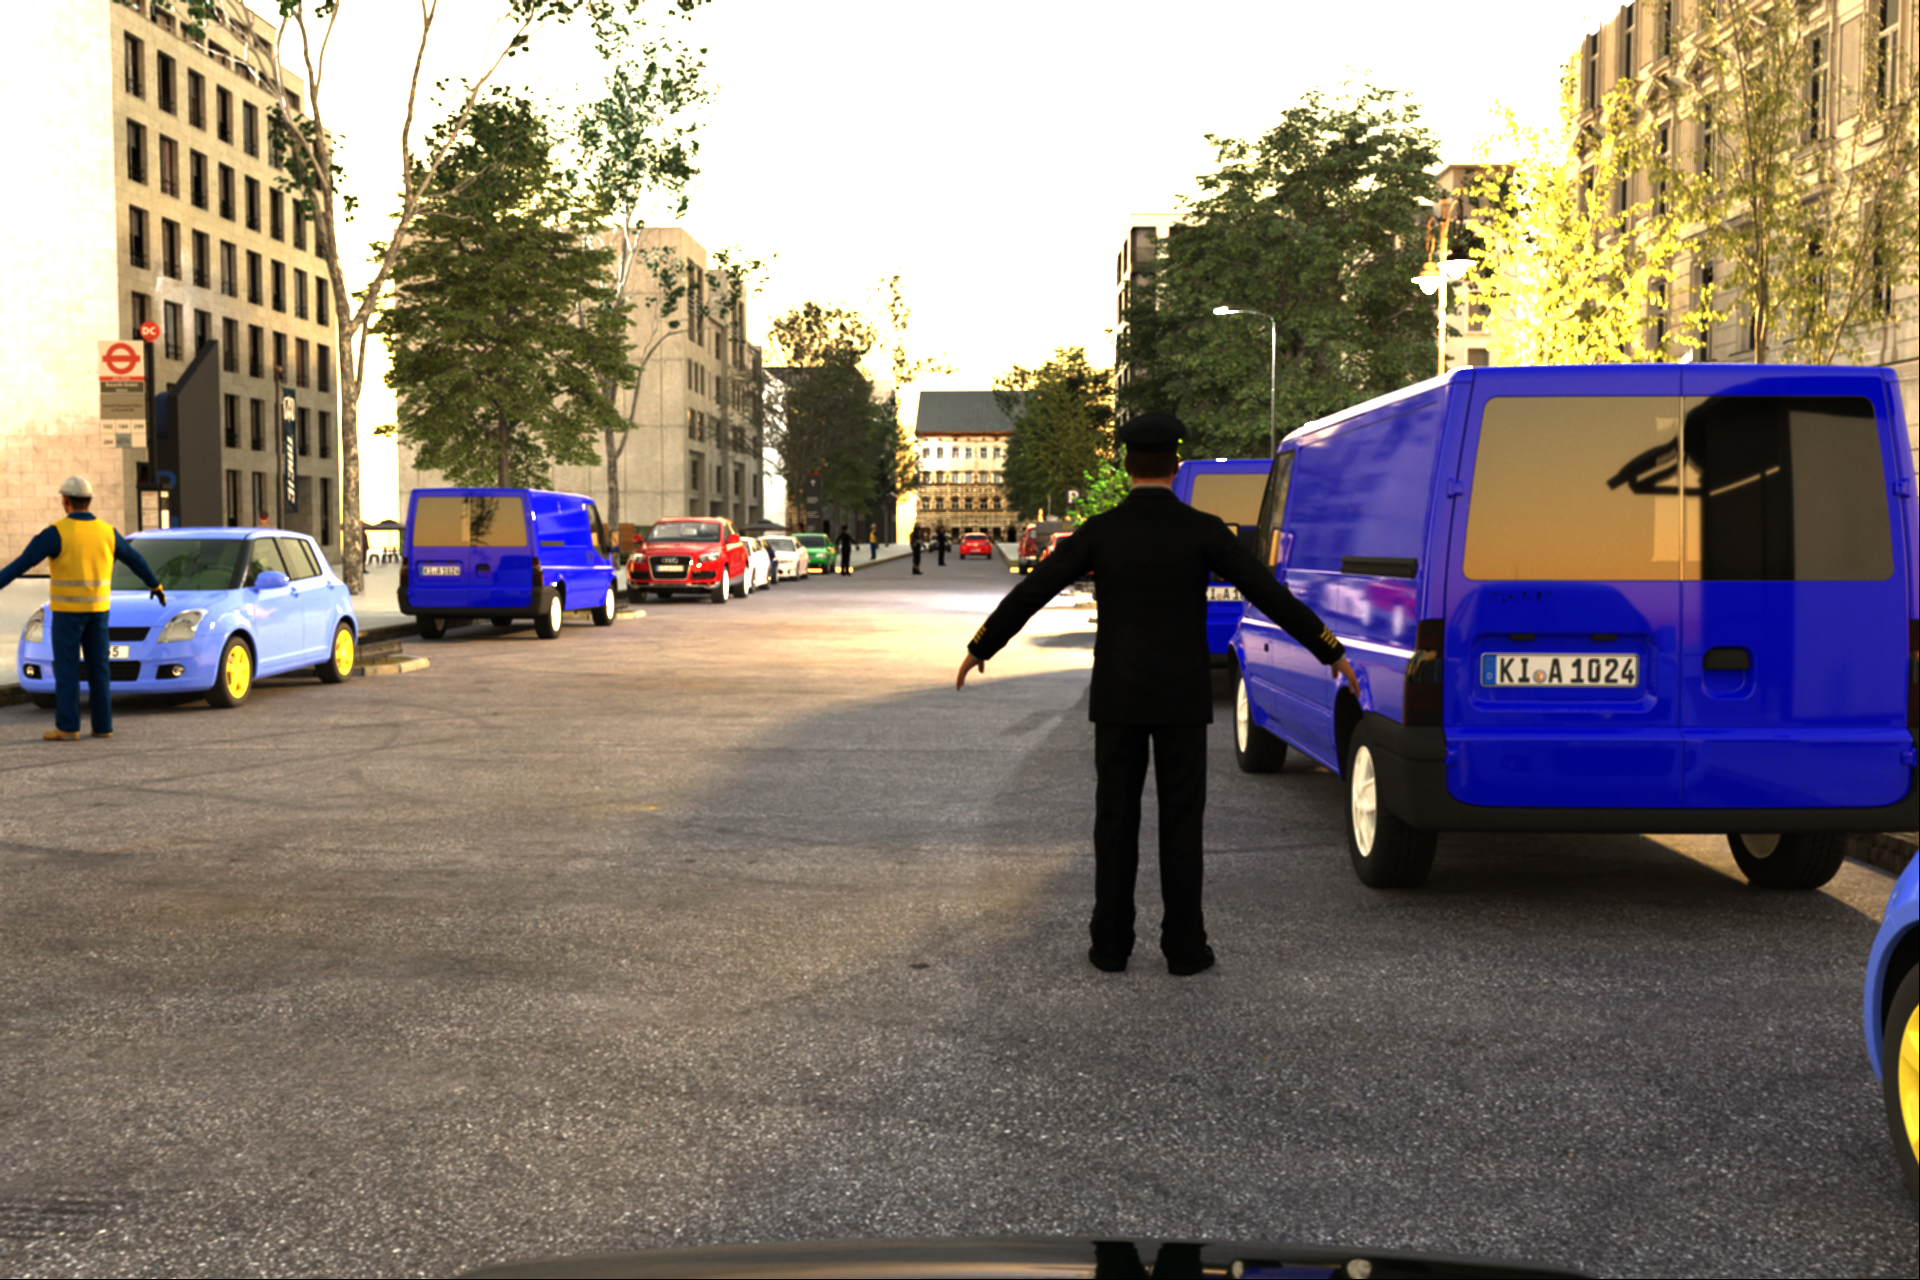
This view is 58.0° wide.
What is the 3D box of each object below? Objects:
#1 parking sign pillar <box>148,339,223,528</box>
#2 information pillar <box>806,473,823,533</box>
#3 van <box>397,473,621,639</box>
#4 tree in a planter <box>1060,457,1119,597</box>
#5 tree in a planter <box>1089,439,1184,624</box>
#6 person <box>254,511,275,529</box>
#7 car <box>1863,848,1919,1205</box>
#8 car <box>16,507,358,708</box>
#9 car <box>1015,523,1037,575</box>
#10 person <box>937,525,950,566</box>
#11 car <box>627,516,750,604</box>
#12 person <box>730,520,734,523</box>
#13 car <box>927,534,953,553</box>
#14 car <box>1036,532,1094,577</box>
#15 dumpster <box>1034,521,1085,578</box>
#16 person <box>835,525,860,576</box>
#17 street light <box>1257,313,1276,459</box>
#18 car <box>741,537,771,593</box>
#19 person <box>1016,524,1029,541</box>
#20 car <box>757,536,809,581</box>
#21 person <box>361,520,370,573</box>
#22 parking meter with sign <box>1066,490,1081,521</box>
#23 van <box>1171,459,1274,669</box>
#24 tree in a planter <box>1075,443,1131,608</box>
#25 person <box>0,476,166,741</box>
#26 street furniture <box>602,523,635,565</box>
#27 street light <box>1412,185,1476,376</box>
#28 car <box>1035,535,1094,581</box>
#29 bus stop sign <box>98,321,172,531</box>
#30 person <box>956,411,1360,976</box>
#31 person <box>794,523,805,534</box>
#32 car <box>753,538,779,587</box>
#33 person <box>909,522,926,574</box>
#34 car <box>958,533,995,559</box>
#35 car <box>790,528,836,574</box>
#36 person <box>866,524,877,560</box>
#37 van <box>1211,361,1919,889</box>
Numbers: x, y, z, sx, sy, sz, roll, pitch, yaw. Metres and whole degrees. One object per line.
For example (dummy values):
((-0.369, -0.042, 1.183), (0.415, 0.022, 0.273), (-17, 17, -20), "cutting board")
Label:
((-10.470, -2.139, 23.442), (1.447, 3.967, 1.447), (0, 4, 0), "parking sign pillar")
((-6.237, -5.185, 74.149), (0.750, 3.857, 0.750), (0, 4, 2), "information pillar")
((-6.408, -1.280, 25.317), (2.240, 2.365, 5.245), (0, 4, 1), "van")
((3.329, -2.627, 40.175), (1.991, 3.239, 1.994), (0, 4, 1), "tree in a planter")
((3.111, -1.893, 28.171), (1.991, 3.239, 1.994), (0, 4, 2), "tree in a planter")
((-14.400, -1.783, 35.722), (0.617, 1.759, 0.750), (-3, 4, -37), "person")
((2.789, 0.444, 2.340), (1.945, 1.707, 3.694), (0, 4, 1), "car")
((-6.769, -0.355, 15.398), (1.945, 1.707, 3.694), (0, 4, 1), "car")
((3.137, -3.296, 62.564), (2.281, 1.827, 5.304), (0, 4, 1), "car")
((-0.812, -4.306, 78.803), (0.705, 1.837, 1.347), (1, 4, 22), "person")
((-5.808, -1.759, 37.425), (2.281, 1.827, 5.304), (0, 4, 1), "car")
((-9.540, -4.061, 72.164), (0.705, 1.858, 1.354), (0, 4, -8), "person")
((-1.567, -7.708, 135.806), (2.009, 1.686, 4.222), (0, 4, 1), "car")
((3.284, -2.492, 49.791), (2.155, 1.783, 4.494), (0, 4, 1), "car")
((3.380, -2.988, 57.062), (1.865, 1.857, 1.264), (0, 4, 1), "dumpster")
((-3.863, -3.064, 59.281), (1.216, 1.740, 0.721), (3, 5, 44), "person")
((6.968, -3.851, 35.505), (1.470, 5.913, 1.316), (0, 4, 1), "street light")
((-5.867, -1.897, 43.383), (2.083, 1.381, 4.827), (0, 4, 1), "car")
((3.676, -5.298, 92.803), (1.347, 1.806, 0.705), (-1, 4, -9), "person")
((-5.815, -2.561, 54.238), (2.083, 1.381, 4.827), (0, 4, 1), "car")
((-19.490, -3.055, 56.538), (0.434, 1.755, 0.990), (0, 4, 1), "person")
((4.449, -4.344, 67.281), (0.543, 3.016, 1.738), (0, 3, 0), "parking meter with sign")
((2.625, -0.743, 16.528), (2.240, 2.365, 5.245), (0, 4, 0), "van")
((3.270, -2.255, 34.094), (1.991, 3.239, 1.994), (0, 4, 2), "tree in a planter")
((-6.171, -0.226, 12.118), (0.705, 1.833, 1.349), (3, 4, 37), "person")
((-15.257, -4.022, 72.610), (11.010, 1.723, 9.812), (-2, 4, -30), "street furniture")
((6.506, -3.098, 23.448), (0.468, 5.910, 1.993), (0, 4, 1), "street light")
((3.369, -2.683, 54.091), (2.015, 1.641, 3.980), (0, 4, 1), "car")
((-10.363, -2.024, 21.794), (0.855, 3.939, 0.416), (0, 3, 0), "bus stop sign")
((0.632, 0.164, 5.711), (1.347, 1.837, 0.705), (1, 4, 11), "person")
((-7.858, -4.801, 84.647), (1.345, 1.843, 0.704), (2, 4, 33), "person")
((-6.123, -2.198, 48.512), (1.945, 1.354, 3.894), (0, 4, 1), "car")
((-1.520, -3.266, 61.634), (0.705, 1.856, 1.354), (-1, 4, -20), "person")
((0.921, -5.548, 99.747), (2.155, 1.783, 4.494), (0, 4, 1), "car")
((-5.519, -3.317, 63.035), (1.959, 1.807, 4.718), (0, 4, 1), "car")
((-4.407, -4.889, 86.401), (0.721, 1.772, 1.216), (-2, 4, -24), "person")
((2.586, -0.261, 8.649), (2.240, 2.365, 5.245), (0, 4, 0), "van")
